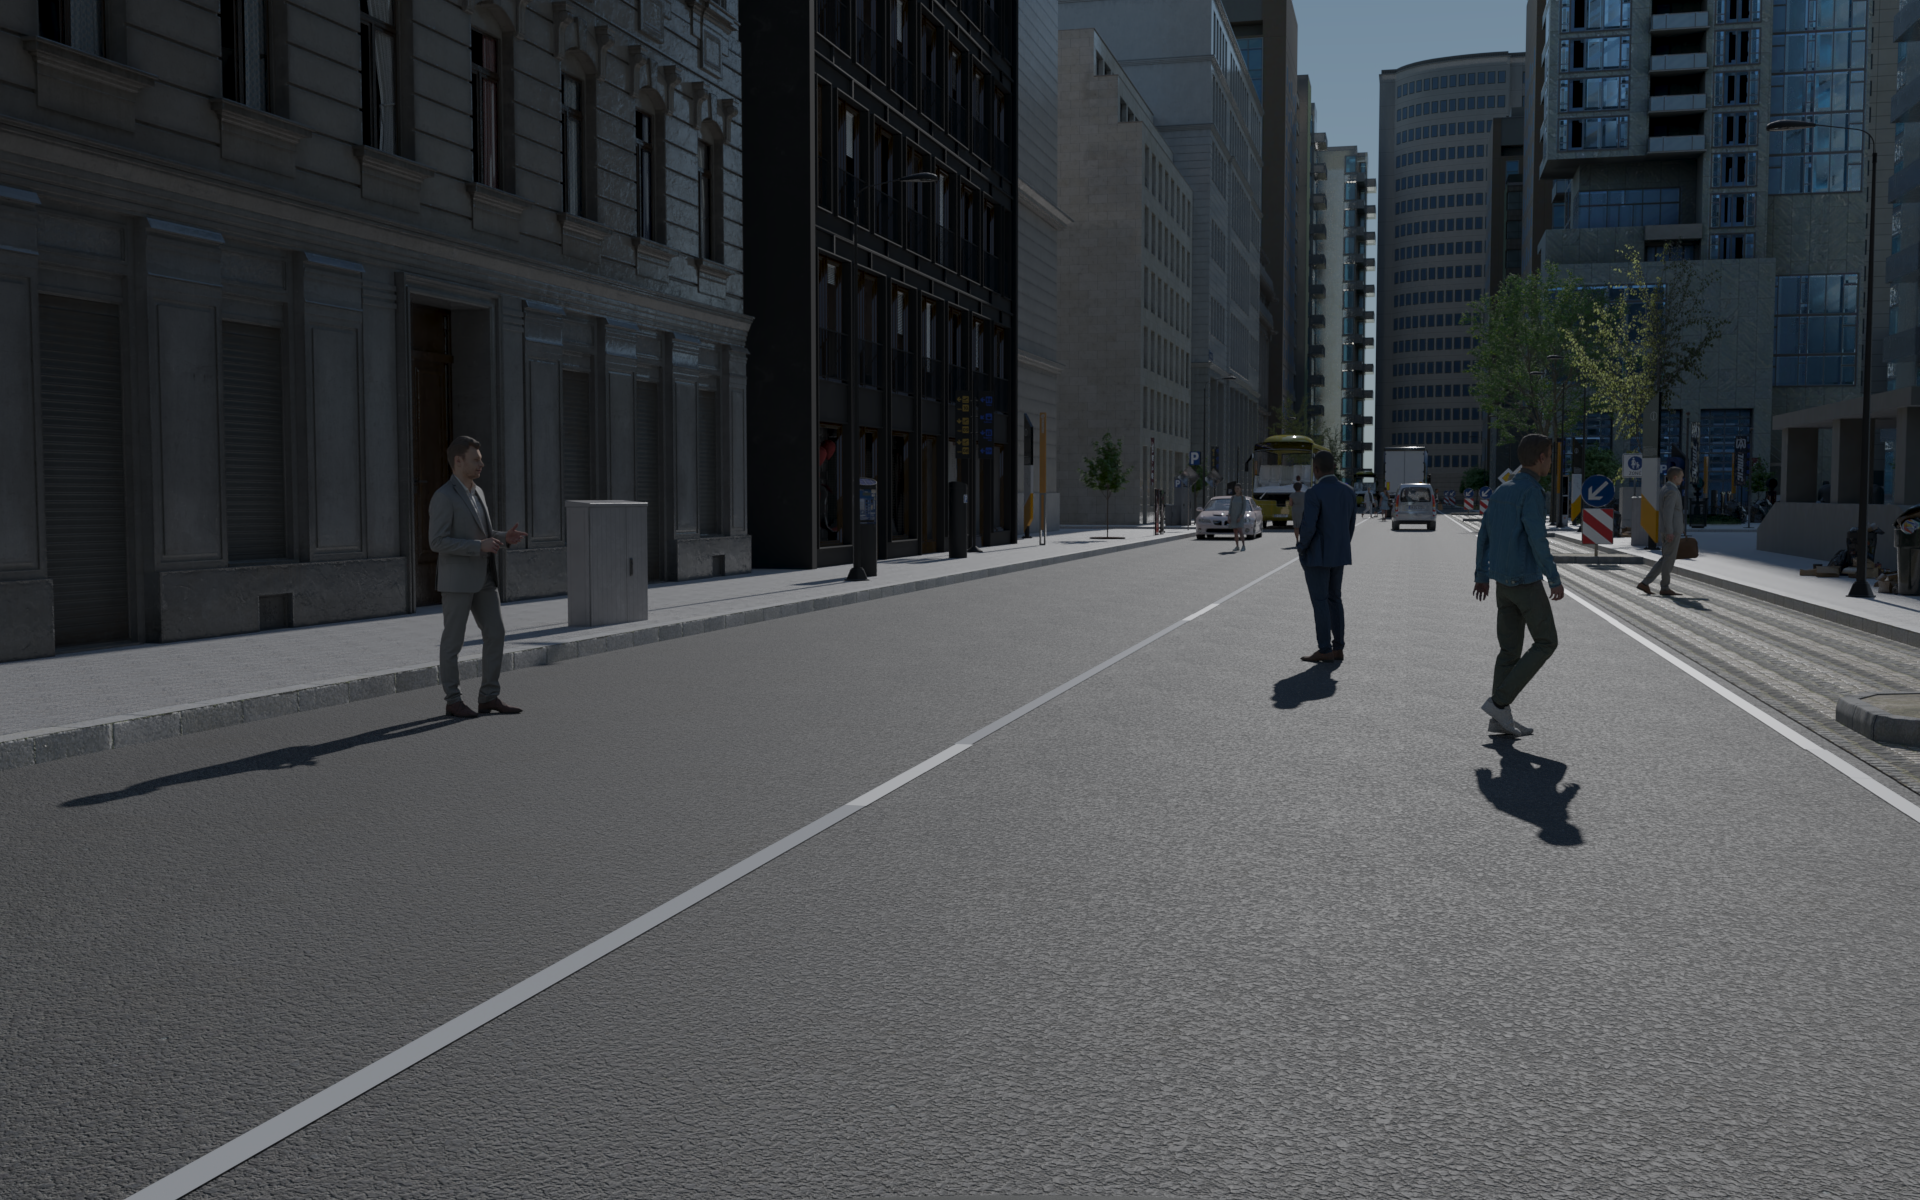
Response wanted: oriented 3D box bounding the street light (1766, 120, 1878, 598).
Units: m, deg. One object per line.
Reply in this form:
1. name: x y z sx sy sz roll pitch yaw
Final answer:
1. street light: 10.711 -2.998 21.562 1.470 5.913 1.316 1 4 15

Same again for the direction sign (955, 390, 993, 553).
1. direction sign: 0.316 -2.818 38.065 0.876 3.537 0.379 -1 4 -18

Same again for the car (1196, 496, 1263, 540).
1. car: 8.769 -2.679 56.160 2.083 1.381 4.827 1 4 14

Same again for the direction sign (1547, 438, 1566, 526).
1. direction sign: 24.046 -4.780 70.142 0.876 3.537 0.379 2 4 34

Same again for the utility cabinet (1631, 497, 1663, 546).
1. utility cabinet: 17.129 -1.932 42.755 1.020 1.237 0.306 2 4 25

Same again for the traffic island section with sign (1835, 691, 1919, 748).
1. traffic island section with sign: 6.346 -0.093 10.149 1.989 1.847 2.006 1 4 15

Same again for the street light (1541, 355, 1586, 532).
1. street light: 20.325 -5.228 58.017 1.470 5.913 1.316 1 4 15

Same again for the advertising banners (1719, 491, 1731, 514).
1. advertising banners: 41.195 -5.908 92.791 2.074 3.025 0.090 -3 5 -43

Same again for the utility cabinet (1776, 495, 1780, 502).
1. utility cabinet: 44.643 -5.117 94.819 0.306 1.237 1.020 -3 5 -39

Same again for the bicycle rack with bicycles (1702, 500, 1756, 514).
1. bicycle rack with bicycles: 42.757 -5.111 96.943 2.925 0.926 2.852 0 4 1

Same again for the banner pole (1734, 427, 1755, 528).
1. banner pole: 29.603 -4.609 65.376 0.401 3.779 0.863 -3 4 -38

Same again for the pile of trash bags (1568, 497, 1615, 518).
1. pile of trash bags: 33.702 -5.121 93.474 1.912 1.369 3.447 0 4 5

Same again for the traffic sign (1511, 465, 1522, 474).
1. traffic sign: 18.913 -3.351 58.432 0.795 2.450 0.064 1 4 15

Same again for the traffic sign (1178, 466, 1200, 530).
1. traffic sign: 8.085 -3.524 61.267 0.795 2.450 0.064 1 4 15

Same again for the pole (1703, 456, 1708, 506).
1. pole: 40.401 -6.117 93.863 0.158 3.312 0.155 0 3 0

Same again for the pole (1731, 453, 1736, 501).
1. pole: 38.662 -5.669 86.534 0.158 3.312 0.155 0 3 0

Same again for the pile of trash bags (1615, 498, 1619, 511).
1. pile of trash bags: 36.607 -5.428 98.493 1.912 1.369 3.447 1 4 22

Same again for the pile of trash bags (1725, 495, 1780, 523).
1. pile of trash bags: 35.815 -4.133 77.324 1.912 1.369 3.447 -3 5 -40

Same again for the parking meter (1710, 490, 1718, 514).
1. parking meter: 45.398 -5.863 104.265 0.372 1.533 0.369 0 3 0

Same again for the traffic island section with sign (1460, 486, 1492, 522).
1. traffic island section with sign: 27.181 -4.979 90.032 1.989 1.847 2.006 1 4 15

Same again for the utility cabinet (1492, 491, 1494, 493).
1. utility cabinet: 36.222 -6.640 117.235 0.318 1.500 1.173 0 4 0

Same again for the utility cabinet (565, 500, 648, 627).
1. utility cabinet: -3.487 -0.369 17.191 0.306 1.237 1.020 1 4 22

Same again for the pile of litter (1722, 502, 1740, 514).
1. pile of litter: 40.362 -4.678 90.452 1.719 0.858 1.176 -3 5 -44

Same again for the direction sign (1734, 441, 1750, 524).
1. direction sign: 33.761 -5.063 74.783 0.379 3.537 0.876 -1 4 -23

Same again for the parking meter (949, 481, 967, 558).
1. parking meter: -0.042 -1.607 34.690 0.372 1.533 0.369 0 3 0

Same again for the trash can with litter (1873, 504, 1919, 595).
1. trash can with litter: 12.055 -0.656 22.109 0.624 1.170 1.055 0 4 -3

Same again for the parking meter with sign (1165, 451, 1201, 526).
1. parking meter with sign: 9.039 -4.537 70.433 1.738 3.016 0.543 -3 5 -44

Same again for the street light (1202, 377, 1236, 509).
1. street light: 10.242 -5.886 68.774 1.470 5.913 1.316 1 4 15

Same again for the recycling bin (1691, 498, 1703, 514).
1. recycling bin: 44.944 -5.682 105.459 0.722 1.027 0.722 0 4 2

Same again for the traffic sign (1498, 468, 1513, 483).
1. traffic sign: 20.929 -3.824 66.159 0.795 2.450 0.064 1 4 15

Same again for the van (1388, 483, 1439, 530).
1. van: 18.302 -3.844 69.868 2.013 2.044 4.112 1 4 13

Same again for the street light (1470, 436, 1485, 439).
1. street light: 41.362 -10.141 138.344 1.470 5.913 1.316 1 4 15

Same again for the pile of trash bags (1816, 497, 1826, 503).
1. pile of trash bags: 49.742 -5.295 96.319 1.912 1.369 3.447 -3 5 -45

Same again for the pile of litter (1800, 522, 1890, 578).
1. pile of litter: 13.764 -0.780 26.724 1.176 0.858 1.719 0 4 -6

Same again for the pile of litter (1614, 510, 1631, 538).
1. pile of litter: 19.804 -2.312 51.761 1.719 0.858 1.176 -3 5 -42

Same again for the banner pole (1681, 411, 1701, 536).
1. banner pole: 22.223 -3.830 52.629 0.863 3.779 0.401 -2 4 -33

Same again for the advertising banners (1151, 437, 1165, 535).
1. advertising banners: 6.163 -3.541 54.080 0.090 3.025 2.074 1 4 19

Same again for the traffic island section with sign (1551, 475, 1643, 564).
1. traffic island section with sign: 13.153 -1.690 36.261 1.989 1.847 2.006 1 4 15

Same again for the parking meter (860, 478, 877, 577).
1. parking meter: -1.480 -1.137 27.005 0.372 1.533 0.369 0 3 0

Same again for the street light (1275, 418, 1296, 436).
1. street light: 19.730 -8.131 105.476 1.470 5.913 1.316 1 4 15

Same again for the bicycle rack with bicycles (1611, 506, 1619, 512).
1. bicycle rack with bicycles: 36.842 -4.912 93.686 2.852 0.926 2.925 0 4 -4

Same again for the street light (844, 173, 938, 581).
1. street light: -1.005 -3.229 25.332 1.470 5.913 1.316 1 4 15

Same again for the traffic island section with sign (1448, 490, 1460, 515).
1. traffic island section with sign: 34.120 -6.605 116.619 1.989 1.847 2.006 1 4 15

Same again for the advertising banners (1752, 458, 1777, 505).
1. advertising banners: 38.697 -5.282 82.552 2.074 3.025 0.090 3 4 36

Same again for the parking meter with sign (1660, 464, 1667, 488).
1. parking meter with sign: 41.447 -6.452 101.746 0.543 3.016 1.738 2 4 31

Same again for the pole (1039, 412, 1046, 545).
1. pole: 2.075 -3.028 43.357 0.158 3.312 0.155 0 3 0

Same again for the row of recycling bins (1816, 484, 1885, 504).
1. row of recycling bins: 37.175 -4.043 73.221 3.534 1.692 1.069 0 4 7

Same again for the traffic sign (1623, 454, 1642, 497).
1. traffic sign: 16.998 -2.539 43.648 0.606 2.300 0.079 1 4 19

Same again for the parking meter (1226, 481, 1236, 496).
1. parking meter: 12.224 -4.423 78.030 0.399 1.863 0.255 3 5 42

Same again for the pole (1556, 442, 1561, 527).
1. pole: 23.609 -4.547 68.182 0.158 3.312 0.155 0 3 0

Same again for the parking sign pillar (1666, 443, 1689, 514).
1. parking sign pillar: 37.468 -6.238 90.456 1.447 3.967 1.447 -1 4 -13

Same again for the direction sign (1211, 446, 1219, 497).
1. direction sign: 12.106 -5.523 82.298 0.379 3.537 0.876 2 4 30

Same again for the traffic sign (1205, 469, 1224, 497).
1. traffic sign: 10.101 -3.997 68.995 0.795 2.450 0.064 1 4 15

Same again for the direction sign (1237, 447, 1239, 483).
1. direction sign: 13.381 -5.593 83.436 0.379 3.537 0.876 0 4 7

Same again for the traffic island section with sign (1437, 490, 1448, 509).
1. traffic island section with sign: 46.666 -9.546 164.697 1.989 1.847 2.006 1 4 15

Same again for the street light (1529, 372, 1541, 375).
1. street light: 22.309 -5.704 65.802 1.470 5.913 1.316 1 4 15

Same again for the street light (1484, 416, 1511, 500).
1. street light: 31.838 -7.923 102.088 1.470 5.913 1.316 1 4 15

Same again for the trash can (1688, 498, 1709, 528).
1. trash can: 27.678 -3.259 64.932 0.748 1.137 0.748 0 3 0

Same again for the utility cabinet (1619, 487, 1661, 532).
1. utility cabinet: 21.296 -2.790 54.292 1.173 1.500 0.318 0 4 1
